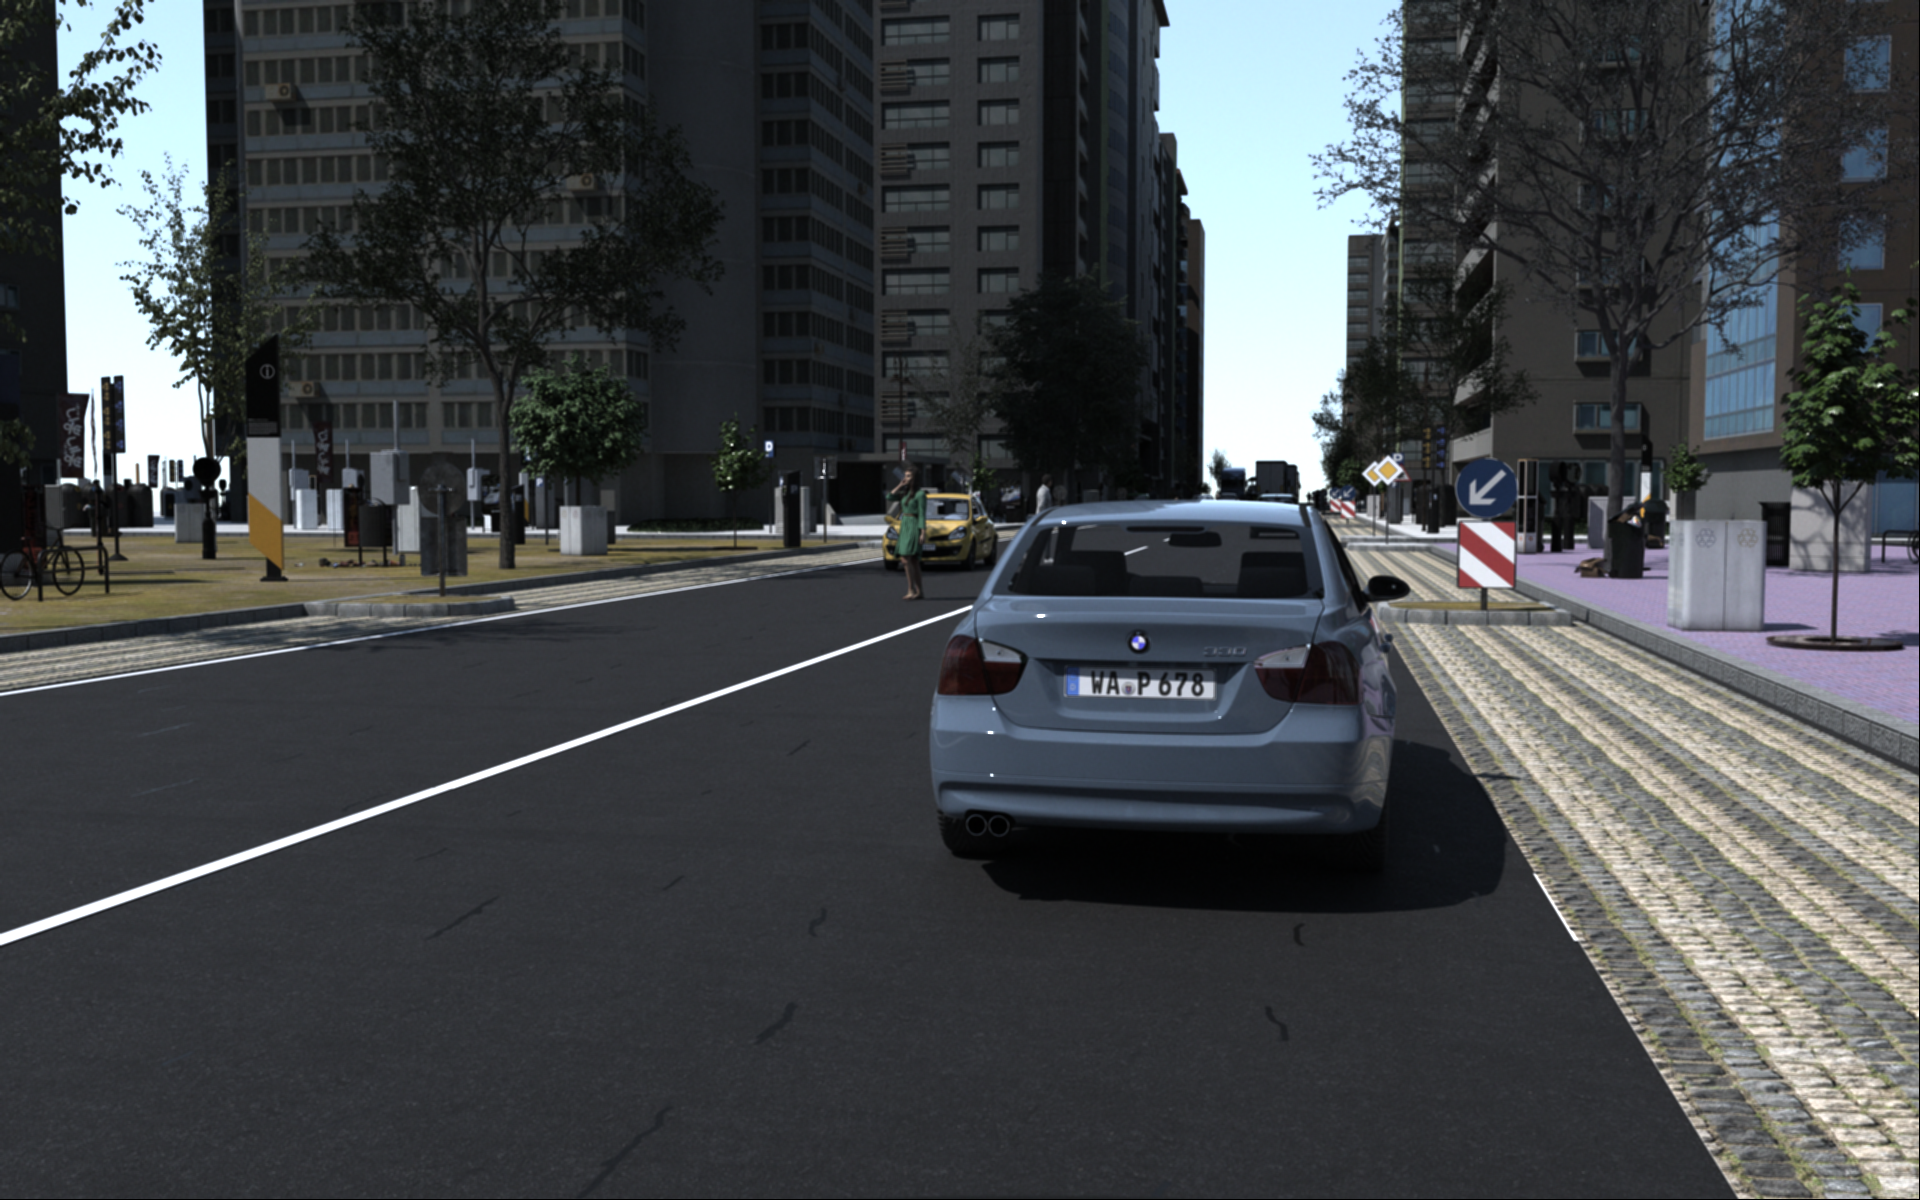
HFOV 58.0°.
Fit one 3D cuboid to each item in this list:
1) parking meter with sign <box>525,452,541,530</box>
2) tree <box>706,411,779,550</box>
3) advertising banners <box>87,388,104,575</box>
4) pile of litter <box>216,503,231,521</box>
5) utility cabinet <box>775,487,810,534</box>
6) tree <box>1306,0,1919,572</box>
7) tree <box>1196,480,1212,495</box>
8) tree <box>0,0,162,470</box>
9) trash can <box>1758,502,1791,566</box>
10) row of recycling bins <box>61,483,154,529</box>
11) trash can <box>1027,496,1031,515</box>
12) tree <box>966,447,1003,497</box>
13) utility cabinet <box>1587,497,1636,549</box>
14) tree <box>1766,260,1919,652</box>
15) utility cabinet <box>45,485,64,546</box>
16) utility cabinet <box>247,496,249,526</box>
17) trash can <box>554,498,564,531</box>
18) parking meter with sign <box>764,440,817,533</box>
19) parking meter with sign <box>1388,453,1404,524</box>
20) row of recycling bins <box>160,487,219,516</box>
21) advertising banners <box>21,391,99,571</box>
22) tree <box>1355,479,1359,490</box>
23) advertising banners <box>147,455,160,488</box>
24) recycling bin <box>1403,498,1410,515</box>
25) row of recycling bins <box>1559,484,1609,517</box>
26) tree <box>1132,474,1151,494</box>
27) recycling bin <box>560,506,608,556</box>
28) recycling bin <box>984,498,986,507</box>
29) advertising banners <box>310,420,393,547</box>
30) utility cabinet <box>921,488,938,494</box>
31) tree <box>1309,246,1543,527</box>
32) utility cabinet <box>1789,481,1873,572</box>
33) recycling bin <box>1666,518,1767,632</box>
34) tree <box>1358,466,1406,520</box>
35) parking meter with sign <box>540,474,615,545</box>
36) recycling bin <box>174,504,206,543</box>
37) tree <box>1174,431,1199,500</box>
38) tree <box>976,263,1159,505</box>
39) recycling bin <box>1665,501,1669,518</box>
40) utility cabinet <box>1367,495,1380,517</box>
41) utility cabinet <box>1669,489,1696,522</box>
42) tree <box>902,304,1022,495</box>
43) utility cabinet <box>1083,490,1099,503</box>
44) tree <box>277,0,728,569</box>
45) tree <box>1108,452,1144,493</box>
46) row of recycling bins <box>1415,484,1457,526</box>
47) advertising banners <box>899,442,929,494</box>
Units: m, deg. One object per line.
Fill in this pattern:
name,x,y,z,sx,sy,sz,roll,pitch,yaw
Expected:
parking meter with sign,-15.073,-4.082,63.001,0.543,3.016,1.738,1,4,20
tree,-5.215,-2.775,39.976,1.663,3.219,1.824,0,3,0
advertising banners,-14.007,-1.952,28.099,0.090,3.025,2.074,-2,4,-28
pile of litter,-35.105,-4.169,82.126,1.176,0.858,1.719,2,4,31
utility cabinet,-5.313,-2.819,54.770,1.173,1.500,0.318,2,4,34
tree,11.028,-7.234,28.650,12.009,13.543,11.850,0,3,0
tree,31.626,-14.240,227.420,1.663,3.219,1.824,0,3,0
tree,-9.825,-4.000,15.762,4.737,8.622,4.395,0,3,0
trash can,14.631,-1.177,30.898,0.748,1.137,0.748,0,3,0
row of recycling bins,-32.446,-3.581,65.660,1.069,1.692,3.534,3,4,38
trash can,3.904,-5.700,104.853,0.748,1.137,0.748,0,3,0
tree,0.659,-4.625,70.221,1.663,3.219,1.824,0,3,0
utility cabinet,15.136,-1.778,40.236,1.020,1.237,0.306,2,4,24
tree,7.273,-1.212,14.422,1.663,3.219,1.824,0,3,0
utility cabinet,-22.579,-2.055,42.276,1.173,1.500,0.318,-1,4,-14
utility cabinet,-28.755,-3.649,70.827,0.306,1.237,1.020,0,4,5
trash can,-13.906,-3.018,60.995,0.748,1.137,0.748,0,3,0
parking meter with sign,-5.537,-3.711,56.933,1.738,3.016,0.543,-3,5,-39
parking meter with sign,18.587,-4.756,74.024,0.543,3.016,1.738,0,4,8
row of recycling bins,-45.267,-5.786,101.706,1.069,1.692,3.534,2,4,32
advertising banners,-15.867,-2.035,29.453,2.074,3.025,0.090,-3,5,-41
tree,27.477,-7.509,117.371,1.663,3.219,1.824,0,3,0
advertising banners,-36.491,-4.924,76.698,2.074,3.025,0.090,-3,4,-38
recycling bin,26.586,-5.616,104.369,0.722,1.027,0.722,-3,4,-36
row of recycling bins,25.005,-3.801,69.260,1.069,1.692,3.534,3,5,44
tree,14.798,-8.971,141.275,1.663,3.219,1.824,0,3,0
recycling bin,-7.879,-1.450,36.257,0.722,1.027,0.722,3,4,38
recycling bin,1.021,-5.380,100.518,0.722,1.027,0.722,-3,5,-41
advertising banners,-14.644,-2.795,41.880,2.074,3.025,0.090,-3,5,-41
utility cabinet,-1.439,-3.494,65.807,1.173,1.500,0.318,0,4,-3
tree,18.257,-8.060,66.186,7.601,10.594,8.767,-3,4,-37
utility cabinet,14.374,-1.218,28.587,1.173,1.500,0.318,3,5,45
recycling bin,7.192,-0.240,16.479,0.722,1.027,0.722,1,4,10
tree,21.381,-5.648,86.948,1.663,3.219,1.824,0,3,0
parking meter with sign,-9.650,-2.914,43.898,1.738,3.016,0.543,-1,4,-22
recycling bin,-20.211,-2.016,45.520,0.722,1.027,0.722,-1,4,-19
tree,25.971,-15.410,202.311,4.360,8.622,3.978,0,3,0
tree,5.986,-11.525,95.085,9.857,13.997,8.962,0,3,0
recycling bin,27.452,-3.300,66.509,0.722,1.027,0.722,-3,5,-42
utility cabinet,23.342,-5.271,97.341,0.306,1.237,1.020,-3,4,-36
utility cabinet,27.103,-3.441,64.935,1.173,1.500,0.318,-2,4,-32
tree,0.187,-7.114,66.675,4.360,8.622,3.978,0,3,0
utility cabinet,7.881,-5.833,104.053,0.318,1.500,1.173,3,5,44
tree,-7.665,-5.832,29.766,8.767,10.594,7.601,1,4,15
tree,11.857,-8.673,125.509,4.285,4.588,4.351,0,3,0
row of recycling bins,19.727,-3.964,71.925,1.069,1.692,3.534,0,4,-1
advertising banners,-1.542,-3.747,57.453,0.090,3.025,2.074,-2,4,-29
